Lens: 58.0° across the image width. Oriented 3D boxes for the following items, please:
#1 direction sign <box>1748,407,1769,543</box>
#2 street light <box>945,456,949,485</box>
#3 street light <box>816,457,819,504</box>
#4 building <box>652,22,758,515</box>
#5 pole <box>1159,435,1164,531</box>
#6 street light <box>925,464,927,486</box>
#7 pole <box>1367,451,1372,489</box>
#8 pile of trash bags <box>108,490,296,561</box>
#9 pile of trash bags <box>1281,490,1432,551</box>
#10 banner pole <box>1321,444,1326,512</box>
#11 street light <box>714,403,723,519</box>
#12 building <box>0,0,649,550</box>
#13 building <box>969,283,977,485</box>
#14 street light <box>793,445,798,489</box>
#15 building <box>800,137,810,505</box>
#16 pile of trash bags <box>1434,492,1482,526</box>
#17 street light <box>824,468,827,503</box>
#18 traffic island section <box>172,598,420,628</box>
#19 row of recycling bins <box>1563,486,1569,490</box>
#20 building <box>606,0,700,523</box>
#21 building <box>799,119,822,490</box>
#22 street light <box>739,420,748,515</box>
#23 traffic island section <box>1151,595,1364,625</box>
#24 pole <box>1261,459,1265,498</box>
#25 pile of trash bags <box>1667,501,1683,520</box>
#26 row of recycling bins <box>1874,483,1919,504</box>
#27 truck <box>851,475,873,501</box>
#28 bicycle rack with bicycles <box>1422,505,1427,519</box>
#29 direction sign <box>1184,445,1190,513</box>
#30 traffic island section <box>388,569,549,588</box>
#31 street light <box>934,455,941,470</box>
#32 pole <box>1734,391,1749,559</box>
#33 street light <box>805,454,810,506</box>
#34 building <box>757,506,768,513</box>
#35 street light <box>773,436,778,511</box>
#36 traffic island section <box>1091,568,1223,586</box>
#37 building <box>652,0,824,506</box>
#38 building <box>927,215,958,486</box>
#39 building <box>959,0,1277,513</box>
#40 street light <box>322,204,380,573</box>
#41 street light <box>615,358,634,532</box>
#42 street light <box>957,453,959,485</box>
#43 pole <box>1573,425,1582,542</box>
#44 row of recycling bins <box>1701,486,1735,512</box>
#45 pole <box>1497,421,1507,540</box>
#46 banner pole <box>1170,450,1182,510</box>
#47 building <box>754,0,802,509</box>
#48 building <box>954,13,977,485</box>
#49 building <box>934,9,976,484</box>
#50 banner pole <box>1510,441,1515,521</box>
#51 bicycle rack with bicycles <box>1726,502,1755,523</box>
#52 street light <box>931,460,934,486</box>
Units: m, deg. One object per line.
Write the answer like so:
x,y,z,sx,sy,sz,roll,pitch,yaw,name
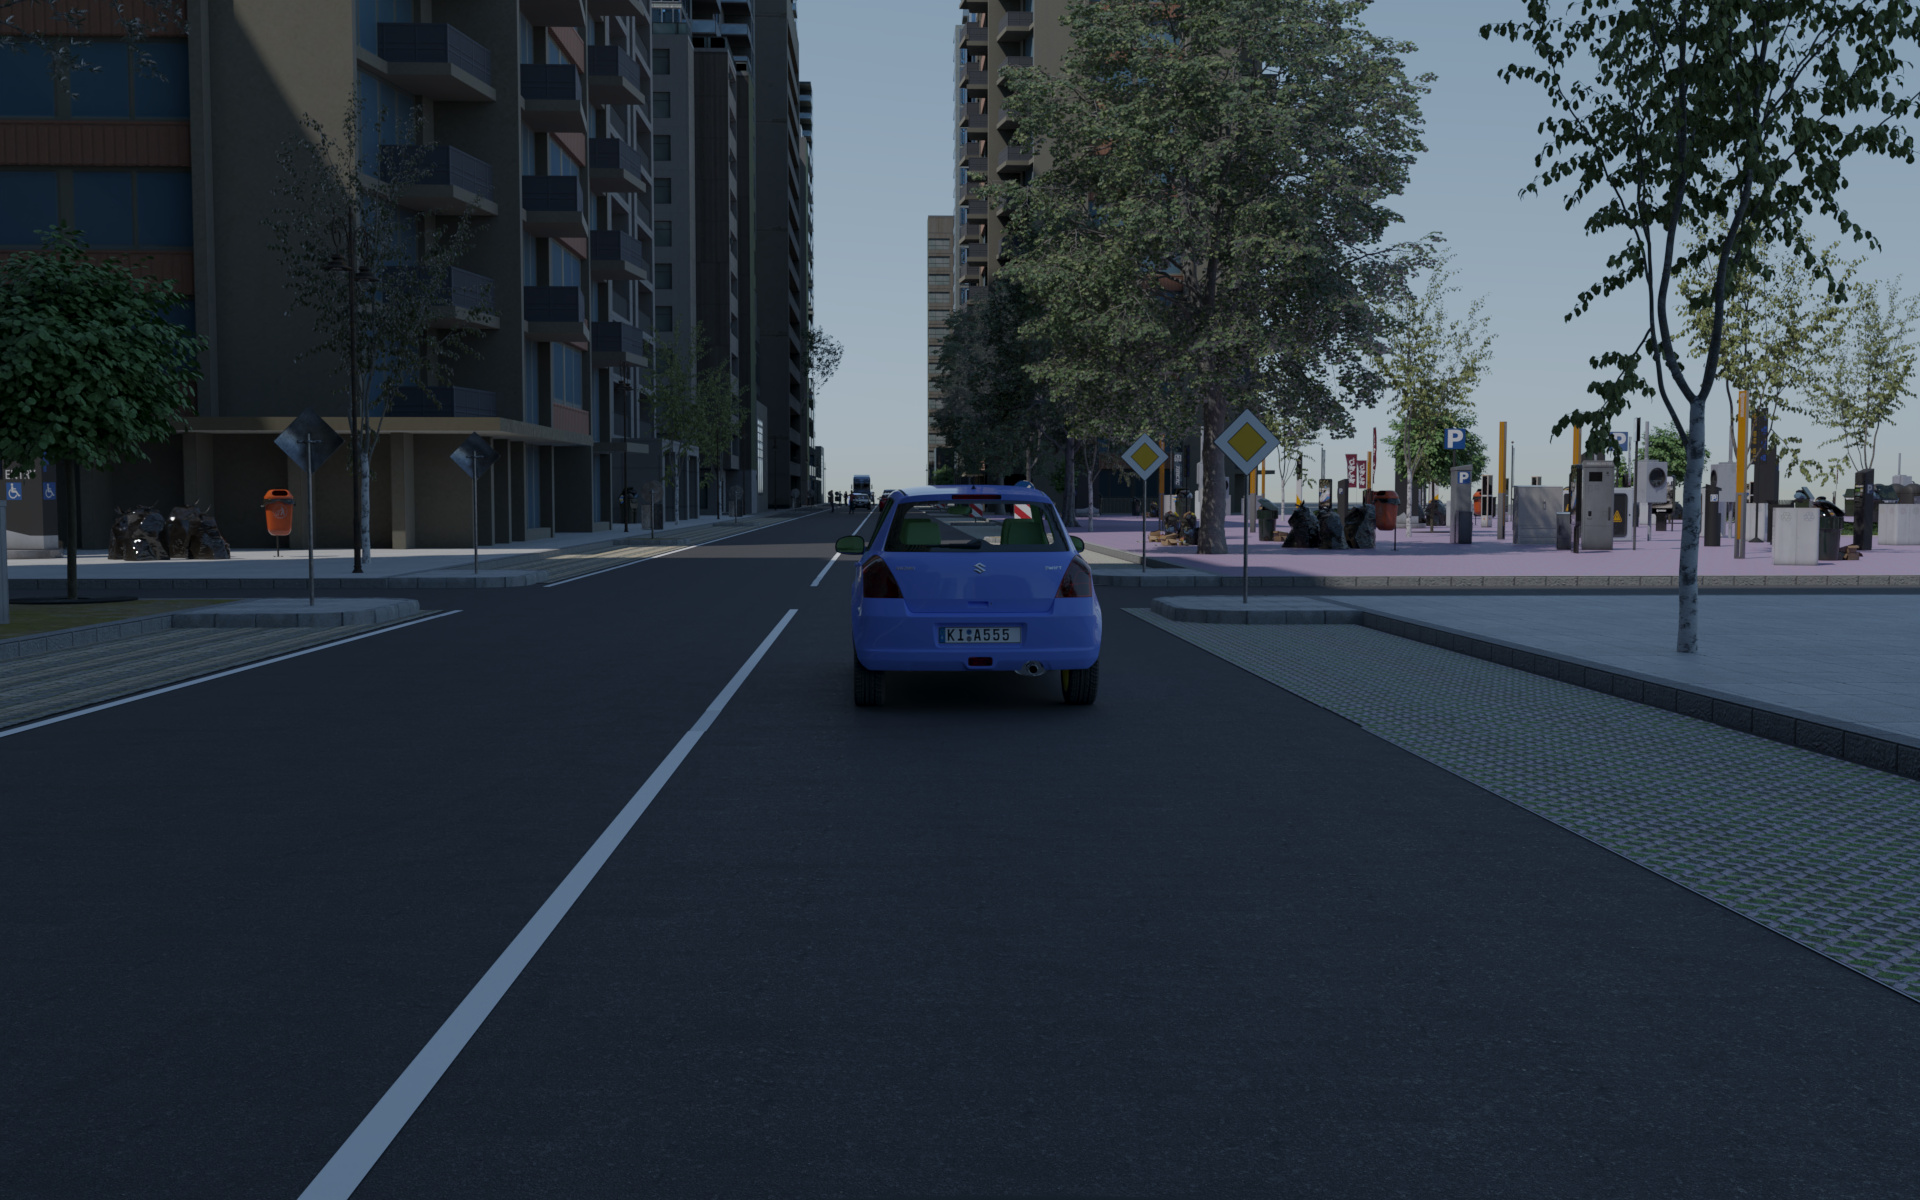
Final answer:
21.086,-3.288,45.760,0.379,3.537,0.876,0,4,-2,direction sign
-1.362,-12.632,179.313,0.468,5.910,1.993,0,4,-2,street light
-17.924,-14.991,217.893,0.468,5.910,1.993,0,4,-2,street light
-20.551,-20.694,110.050,14.160,30.474,14.107,0,4,-2,building
6.927,-4.017,59.528,0.158,3.312,0.155,0,3,0,pole
-5.060,-17.724,262.577,0.468,5.910,1.993,0,4,-2,street light
19.530,-5.433,82.676,0.158,3.312,0.155,0,3,0,pole
-15.032,-1.510,34.443,3.447,1.369,1.912,-2,4,-30,pile of trash bags
9.105,-1.886,40.596,1.912,1.369,3.447,-2,4,-25,pile of trash bags
18.021,-5.869,85.977,0.401,3.779,0.863,2,4,27,banner pole
-12.314,-7.051,88.071,0.468,5.910,1.993,0,4,-2,street light
-21.643,-24.284,51.675,22.147,44.769,28.867,0,4,-2,building
7.669,-23.232,151.550,14.160,30.474,14.107,0,4,-2,building
-15.599,-11.730,164.569,0.468,5.910,1.993,0,4,-2,street light
-24.158,-31.125,192.492,14.154,41.232,14.086,0,4,-2,building
19.869,-3.695,70.158,3.447,1.369,1.912,-1,4,-20,pile of trash bags
-19.352,-16.862,248.488,0.468,5.910,1.993,0,4,-2,street light
-7.464,0.146,19.892,2.009,0.180,2.903,0,4,-2,traffic island section
32.675,-5.061,89.868,1.069,1.692,3.534,-2,4,-28,row of recycling bins
-23.630,-39.464,83.492,20.563,71.187,20.611,0,4,-2,building
-29.471,-36.371,214.277,23.786,49.044,30.456,0,4,-2,building
-13.028,-8.049,104.383,0.468,5.910,1.993,0,4,-2,street light
3.368,0.118,20.347,2.009,0.180,2.903,0,4,-2,traffic island section
17.143,-6.363,97.884,0.158,3.312,0.155,0,3,0,pole
35.652,-4.645,85.692,3.447,1.369,1.912,-1,4,-14,pile of trash bags
36.279,-3.629,66.445,1.069,1.692,3.534,-1,4,-17,row of recycling bins
-14.049,-15.734,247.009,2.967,4.110,18.799,0,4,-4,truck
21.498,-4.235,82.618,2.852,0.926,2.925,-3,5,-41,bicycle rack with bicycles
10.488,-5.388,80.090,0.379,3.537,0.876,0,4,-8,direction sign
-7.804,-0.342,27.870,2.009,0.180,2.903,0,4,-2,traffic island section
-2.419,-14.016,201.952,0.468,5.910,1.993,0,4,-2,street light
15.468,-2.472,34.268,0.158,3.312,0.155,0,3,0,pole
-16.542,-13.129,187.454,0.468,5.910,1.993,0,4,-2,street light
-25.711,-50.064,131.224,22.319,86.520,31.000,0,4,-2,building
-14.340,-9.889,134.469,0.468,5.910,1.993,0,4,-2,street light
3.028,-0.370,28.325,2.009,0.180,2.903,0,4,-2,traffic island section
-30.315,-56.950,243.796,22.319,86.520,31.000,0,4,-2,building
2.153,-34.995,255.766,14.154,41.232,14.086,0,4,-2,building
11.229,-29.063,129.798,22.147,44.769,28.867,0,4,-2,building
-9.798,-3.377,27.999,0.468,5.910,1.993,0,4,-2,street light
-11.240,-5.220,58.141,0.468,5.910,1.993,0,4,-2,street light
-0.112,-10.793,149.245,0.468,5.910,1.993,0,4,-2,street light
15.509,-3.041,43.570,0.158,3.312,0.155,0,3,0,pole
39.653,-5.141,91.172,3.534,1.692,1.069,-1,4,-19,row of recycling bins
15.242,-3.355,48.690,0.158,3.312,0.155,0,3,0,pole
11.310,-6.182,91.091,0.863,3.779,0.401,-1,4,-18,banner pole
-25.838,-32.719,158.653,21.300,48.544,21.600,0,4,-2,building
10.033,-44.628,167.915,20.563,71.187,20.611,0,4,-2,building
8.051,-56.235,232.113,22.319,86.520,31.000,0,4,-2,building
26.130,-5.619,81.883,0.401,3.779,0.863,2,4,27,banner pole
34.620,-3.927,77.582,2.925,0.926,2.852,-2,4,-24,bicycle rack with bicycles
-3.653,-15.846,231.875,0.468,5.910,1.993,0,4,-2,street light
